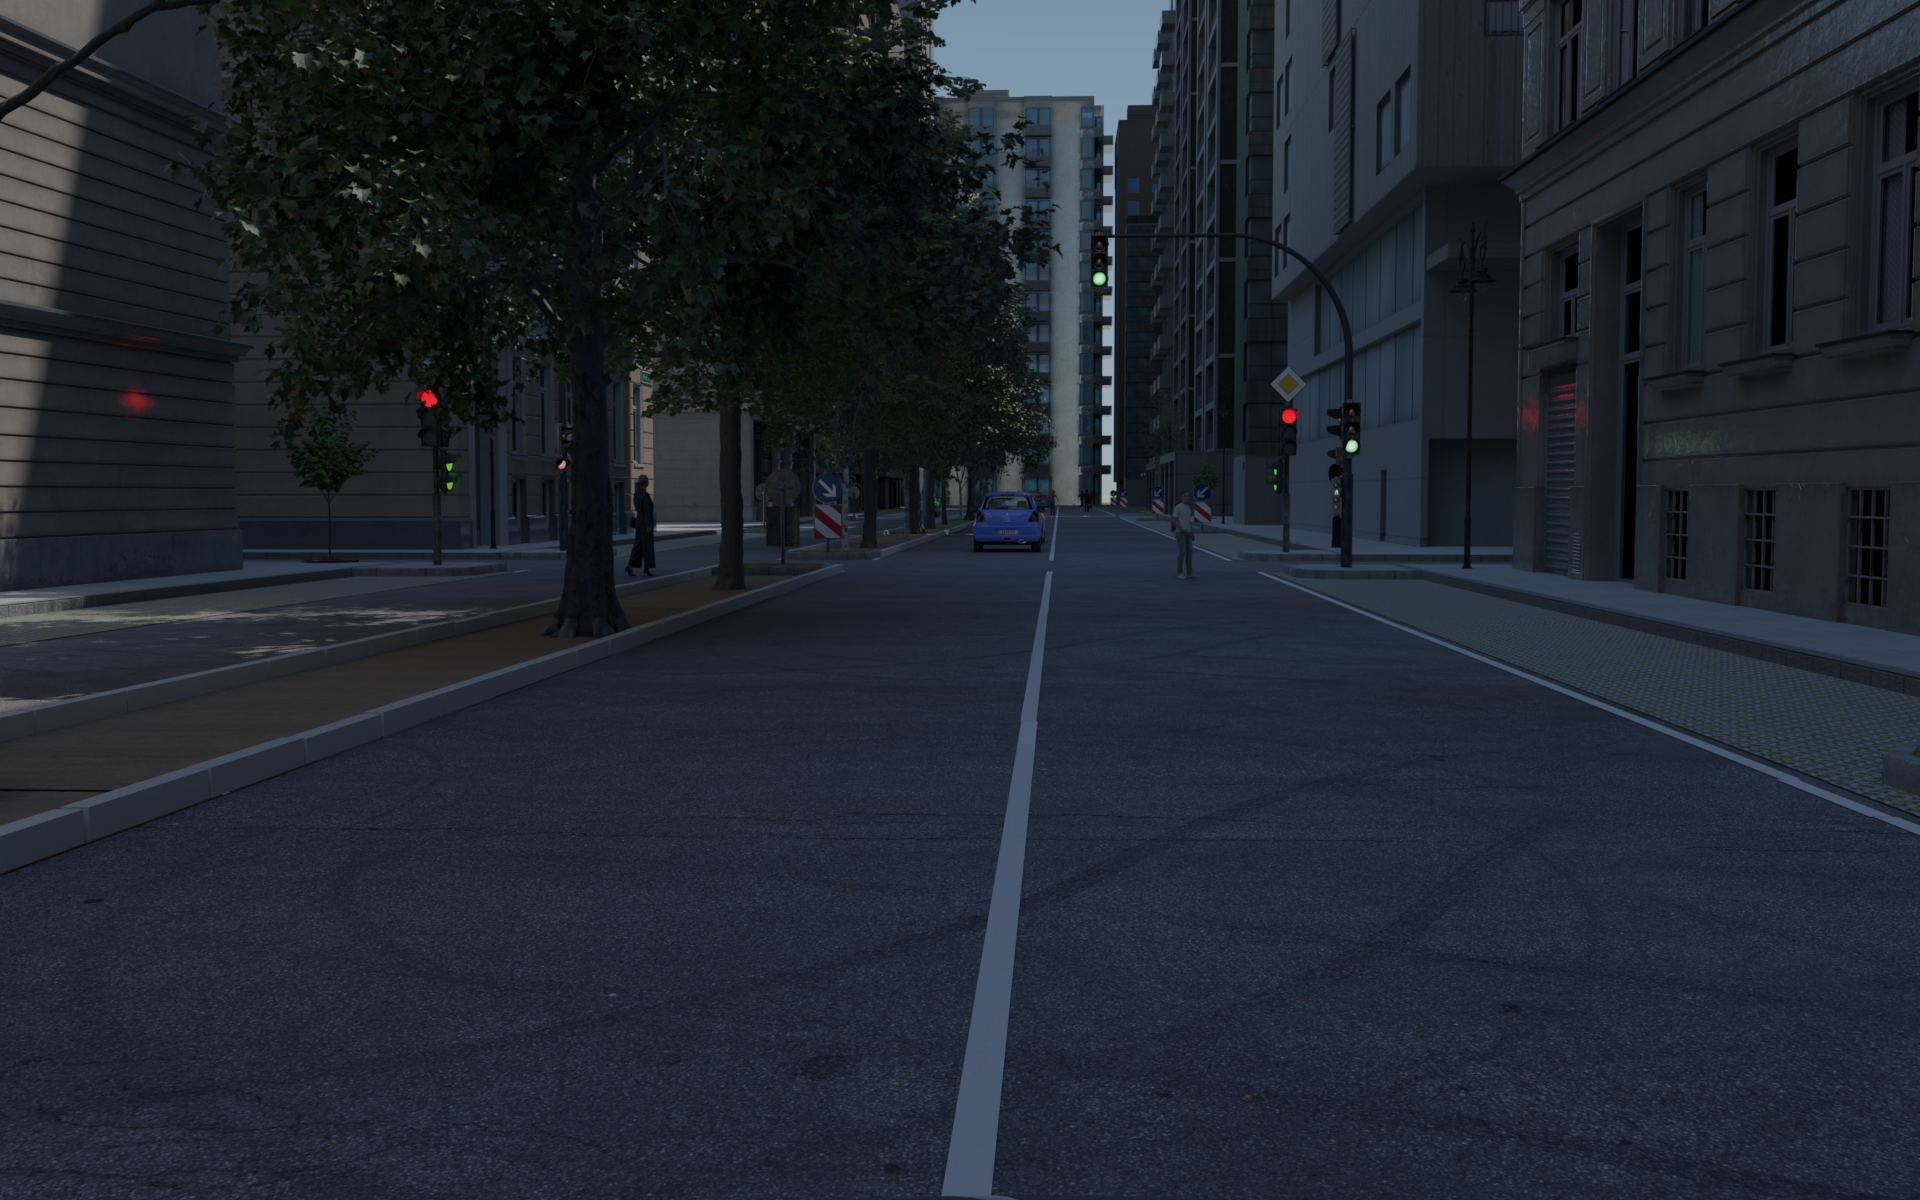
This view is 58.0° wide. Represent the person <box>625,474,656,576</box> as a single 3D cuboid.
[{"bbox_3d":[-5.531,-1.299,30.156,0.576,1.772,0.534,2,4,28],"label":"person"}]

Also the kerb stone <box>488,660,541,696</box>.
[{"bbox_3d":[-3.306,0.582,12.733,0.120,0.150,1.000,0,4,3],"label":"kerb stone"}]

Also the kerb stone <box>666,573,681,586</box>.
[{"bbox_3d":[-4.577,-0.302,27.136,0.120,0.150,1.000,0,4,3],"label":"kerb stone"}]

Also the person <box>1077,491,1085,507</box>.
[{"bbox_3d":[13.584,-11.296,193.215,0.705,1.821,1.348,-2,4,-32],"label":"person"}]

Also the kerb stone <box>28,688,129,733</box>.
[{"bbox_3d":[-5.517,0.698,10.787,0.120,0.150,1.000,0,4,3],"label":"kerb stone"}]

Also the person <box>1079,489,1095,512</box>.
[{"bbox_3d":[10.109,-7.919,137.935,1.348,1.831,0.705,2,4,26],"label":"person"}]

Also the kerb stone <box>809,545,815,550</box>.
[{"bbox_3d":[-3.719,-1.213,42.023,0.120,0.150,1.000,0,4,3],"label":"kerb stone"}]

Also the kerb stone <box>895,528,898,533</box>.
[{"bbox_3d":[-2.488,-2.521,63.510,0.120,0.150,1.000,0,4,3],"label":"kerb stone"}]

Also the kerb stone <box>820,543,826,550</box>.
[{"bbox_3d":[-3.602,-1.338,44.073,0.120,0.150,1.000,0,4,3],"label":"kerb stone"}]

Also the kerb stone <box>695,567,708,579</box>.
[{"bbox_3d":[-4.457,-0.427,29.183,0.120,0.150,1.000,0,4,3],"label":"kerb stone"}]

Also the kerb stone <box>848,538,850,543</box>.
[{"bbox_3d":[-3.310,-1.650,49.188,0.120,0.150,1.000,0,4,3],"label":"kerb stone"}]

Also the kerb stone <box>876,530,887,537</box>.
[{"bbox_3d":[-2.713,-2.277,59.421,0.120,0.150,1.000,0,4,3],"label":"kerb stone"}]

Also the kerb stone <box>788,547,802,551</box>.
[{"bbox_3d":[-3.838,-1.087,39.974,0.120,0.150,1.000,0,4,3],"label":"kerb stone"}]

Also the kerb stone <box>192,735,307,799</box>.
[{"bbox_3d":[-3.542,0.830,8.627,0.120,0.150,1.000,0,4,3],"label":"kerb stone"}]

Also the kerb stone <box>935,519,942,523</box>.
[{"bbox_3d":[-1.068,-4.031,88.104,0.120,0.150,1.000,0,4,3],"label":"kerb stone"}]

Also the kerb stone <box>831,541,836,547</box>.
[{"bbox_3d":[-3.485,-1.464,46.126,0.120,0.150,1.000,0,4,3],"label":"kerb stone"}]

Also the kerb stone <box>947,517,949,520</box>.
[{"bbox_3d":[-0.824,-4.280,92.194,0.120,0.150,1.000,0,4,3],"label":"kerb stone"}]

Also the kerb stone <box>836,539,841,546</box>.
[{"bbox_3d":[-3.430,-1.524,47.147,0.120,0.150,1.000,0,4,3],"label":"kerb stone"}]

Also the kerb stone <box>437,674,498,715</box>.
[{"bbox_3d":[-3.359,0.643,11.702,0.120,0.150,1.000,0,4,3],"label":"kerb stone"}]

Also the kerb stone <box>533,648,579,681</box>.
[{"bbox_3d":[-3.247,0.522,13.753,0.120,0.150,1.000,0,4,3],"label":"kerb stone"}]

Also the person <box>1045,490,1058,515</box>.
[{"bbox_3d":[6.202,-6.588,116.935,1.217,1.743,0.721,3,5,45],"label":"person"}]

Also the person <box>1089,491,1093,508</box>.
[{"bbox_3d":[12.952,-10.016,172.970,0.721,1.735,1.217,3,5,41],"label":"person"}]

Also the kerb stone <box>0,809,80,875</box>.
[{"bbox_3d":[-3.665,0.959,6.572,0.120,0.150,1.000,0,4,3],"label":"kerb stone"}]

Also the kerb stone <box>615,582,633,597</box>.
[{"bbox_3d":[-4.762,-0.115,24.072,0.120,0.150,1.000,0,4,3],"label":"kerb stone"}]

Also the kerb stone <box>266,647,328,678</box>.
[{"bbox_3d":[-5.348,0.514,13.849,0.120,0.150,1.000,0,4,3],"label":"kerb stone"}]

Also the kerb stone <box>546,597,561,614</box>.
[{"bbox_3d":[-4.931,0.072,21.011,0.120,0.150,1.000,0,4,3],"label":"kerb stone"}]

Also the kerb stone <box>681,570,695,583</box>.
[{"bbox_3d":[-4.517,-0.365,28.157,0.120,0.150,1.000,0,4,3],"label":"kerb stone"}]

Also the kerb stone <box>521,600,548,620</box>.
[{"bbox_3d":[-4.991,0.137,19.982,0.120,0.150,1.000,0,4,3],"label":"kerb stone"}]

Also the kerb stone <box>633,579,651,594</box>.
[{"bbox_3d":[-4.692,-0.177,25.092,0.120,0.150,1.000,0,4,3],"label":"kerb stone"}]

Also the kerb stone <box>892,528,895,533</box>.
[{"bbox_3d":[-2.545,-2.464,62.487,0.120,0.150,1.000,0,4,3],"label":"kerb stone"}]

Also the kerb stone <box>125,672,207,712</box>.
[{"bbox_3d":[-5.460,0.635,11.808,0.120,0.150,1.000,0,4,3],"label":"kerb stone"}]

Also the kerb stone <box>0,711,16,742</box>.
[{"bbox_3d":[-5.573,0.760,9.762,0.120,0.150,1.000,0,4,3],"label":"kerb stone"}]

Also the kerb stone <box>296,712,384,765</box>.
[{"bbox_3d":[-3.481,0.774,9.651,0.120,0.150,1.000,0,4,3],"label":"kerb stone"}]

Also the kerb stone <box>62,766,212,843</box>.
[{"bbox_3d":[-3.603,0.894,7.607,0.120,0.150,1.000,0,4,3],"label":"kerb stone"}]

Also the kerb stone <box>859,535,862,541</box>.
[{"bbox_3d":[-3.126,-1.839,52.258,0.120,0.150,1.000,0,4,3],"label":"kerb stone"}]

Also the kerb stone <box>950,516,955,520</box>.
[{"bbox_3d":[-0.534,-4.590,97.306,0.120,0.150,1.000,0,4,3],"label":"kerb stone"}]

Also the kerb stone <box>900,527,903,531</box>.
[{"bbox_3d":[-2.363,-2.652,65.555,0.120,0.150,1.000,0,4,3],"label":"kerb stone"}]

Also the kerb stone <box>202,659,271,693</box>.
[{"bbox_3d":[-5.412,0.575,12.829,0.120,0.150,1.000,0,4,3],"label":"kerb stone"}]

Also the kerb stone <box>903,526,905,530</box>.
[{"bbox_3d":[-2.308,-2.711,66.582,0.120,0.150,1.000,0,4,3],"label":"kerb stone"}]

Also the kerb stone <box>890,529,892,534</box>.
[{"bbox_3d":[-2.600,-2.399,61.463,0.120,0.150,1.000,0,4,3],"label":"kerb stone"}]

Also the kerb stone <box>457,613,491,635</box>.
[{"bbox_3d":[-5.105,0.273,17.942,0.120,0.150,1.000,0,4,3],"label":"kerb stone"}]

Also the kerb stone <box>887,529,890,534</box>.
[{"bbox_3d":[-2.655,-2.336,60.442,0.120,0.150,1.000,0,4,3],"label":"kerb stone"}]

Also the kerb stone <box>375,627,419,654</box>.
[{"bbox_3d":[-5.230,0.387,15.889,0.120,0.150,1.000,0,4,3],"label":"kerb stone"}]

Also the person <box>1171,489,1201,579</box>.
[{"bbox_3d":[3.810,-1.112,29.278,0.523,1.515,0.503,1,4,13],"label":"person"}]

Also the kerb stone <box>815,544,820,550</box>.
[{"bbox_3d":[-3.660,-1.273,43.048,0.120,0.150,1.000,0,4,3],"label":"kerb stone"}]

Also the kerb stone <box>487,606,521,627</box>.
[{"bbox_3d":[-5.049,0.198,18.962,0.120,0.150,1.000,0,4,3],"label":"kerb stone"}]

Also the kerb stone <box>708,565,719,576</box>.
[{"bbox_3d":[-4.399,-0.490,30.203,0.120,0.150,1.000,0,4,3],"label":"kerb stone"}]

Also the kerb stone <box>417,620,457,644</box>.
[{"bbox_3d":[-5.169,0.323,16.916,0.120,0.150,1.000,0,4,3],"label":"kerb stone"}]

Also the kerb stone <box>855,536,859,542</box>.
[{"bbox_3d":[-3.186,-1.775,51.237,0.120,0.150,1.000,0,4,3],"label":"kerb stone"}]

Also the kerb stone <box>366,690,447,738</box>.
[{"bbox_3d":[-3.418,0.704,10.682,0.120,0.150,1.000,0,4,3],"label":"kerb stone"}]

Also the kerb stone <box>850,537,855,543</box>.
[{"bbox_3d":[-3.250,-1.713,50.209,0.120,0.150,1.000,0,4,3],"label":"kerb stone"}]

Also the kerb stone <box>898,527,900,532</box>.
[{"bbox_3d":[-2.420,-2.590,64.534,0.120,0.150,1.000,0,4,3],"label":"kerb stone"}]

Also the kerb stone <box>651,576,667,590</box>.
[{"bbox_3d":[-4.637,-0.240,26.116,0.120,0.150,1.000,0,4,3],"label":"kerb stone"}]

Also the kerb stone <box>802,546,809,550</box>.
[{"bbox_3d":[-3.778,-1.147,40.998,0.120,0.150,1.000,0,4,3],"label":"kerb stone"}]

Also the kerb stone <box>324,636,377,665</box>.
[{"bbox_3d":[-5.283,0.450,14.869,0.120,0.150,1.000,0,4,3],"label":"kerb stone"}]
